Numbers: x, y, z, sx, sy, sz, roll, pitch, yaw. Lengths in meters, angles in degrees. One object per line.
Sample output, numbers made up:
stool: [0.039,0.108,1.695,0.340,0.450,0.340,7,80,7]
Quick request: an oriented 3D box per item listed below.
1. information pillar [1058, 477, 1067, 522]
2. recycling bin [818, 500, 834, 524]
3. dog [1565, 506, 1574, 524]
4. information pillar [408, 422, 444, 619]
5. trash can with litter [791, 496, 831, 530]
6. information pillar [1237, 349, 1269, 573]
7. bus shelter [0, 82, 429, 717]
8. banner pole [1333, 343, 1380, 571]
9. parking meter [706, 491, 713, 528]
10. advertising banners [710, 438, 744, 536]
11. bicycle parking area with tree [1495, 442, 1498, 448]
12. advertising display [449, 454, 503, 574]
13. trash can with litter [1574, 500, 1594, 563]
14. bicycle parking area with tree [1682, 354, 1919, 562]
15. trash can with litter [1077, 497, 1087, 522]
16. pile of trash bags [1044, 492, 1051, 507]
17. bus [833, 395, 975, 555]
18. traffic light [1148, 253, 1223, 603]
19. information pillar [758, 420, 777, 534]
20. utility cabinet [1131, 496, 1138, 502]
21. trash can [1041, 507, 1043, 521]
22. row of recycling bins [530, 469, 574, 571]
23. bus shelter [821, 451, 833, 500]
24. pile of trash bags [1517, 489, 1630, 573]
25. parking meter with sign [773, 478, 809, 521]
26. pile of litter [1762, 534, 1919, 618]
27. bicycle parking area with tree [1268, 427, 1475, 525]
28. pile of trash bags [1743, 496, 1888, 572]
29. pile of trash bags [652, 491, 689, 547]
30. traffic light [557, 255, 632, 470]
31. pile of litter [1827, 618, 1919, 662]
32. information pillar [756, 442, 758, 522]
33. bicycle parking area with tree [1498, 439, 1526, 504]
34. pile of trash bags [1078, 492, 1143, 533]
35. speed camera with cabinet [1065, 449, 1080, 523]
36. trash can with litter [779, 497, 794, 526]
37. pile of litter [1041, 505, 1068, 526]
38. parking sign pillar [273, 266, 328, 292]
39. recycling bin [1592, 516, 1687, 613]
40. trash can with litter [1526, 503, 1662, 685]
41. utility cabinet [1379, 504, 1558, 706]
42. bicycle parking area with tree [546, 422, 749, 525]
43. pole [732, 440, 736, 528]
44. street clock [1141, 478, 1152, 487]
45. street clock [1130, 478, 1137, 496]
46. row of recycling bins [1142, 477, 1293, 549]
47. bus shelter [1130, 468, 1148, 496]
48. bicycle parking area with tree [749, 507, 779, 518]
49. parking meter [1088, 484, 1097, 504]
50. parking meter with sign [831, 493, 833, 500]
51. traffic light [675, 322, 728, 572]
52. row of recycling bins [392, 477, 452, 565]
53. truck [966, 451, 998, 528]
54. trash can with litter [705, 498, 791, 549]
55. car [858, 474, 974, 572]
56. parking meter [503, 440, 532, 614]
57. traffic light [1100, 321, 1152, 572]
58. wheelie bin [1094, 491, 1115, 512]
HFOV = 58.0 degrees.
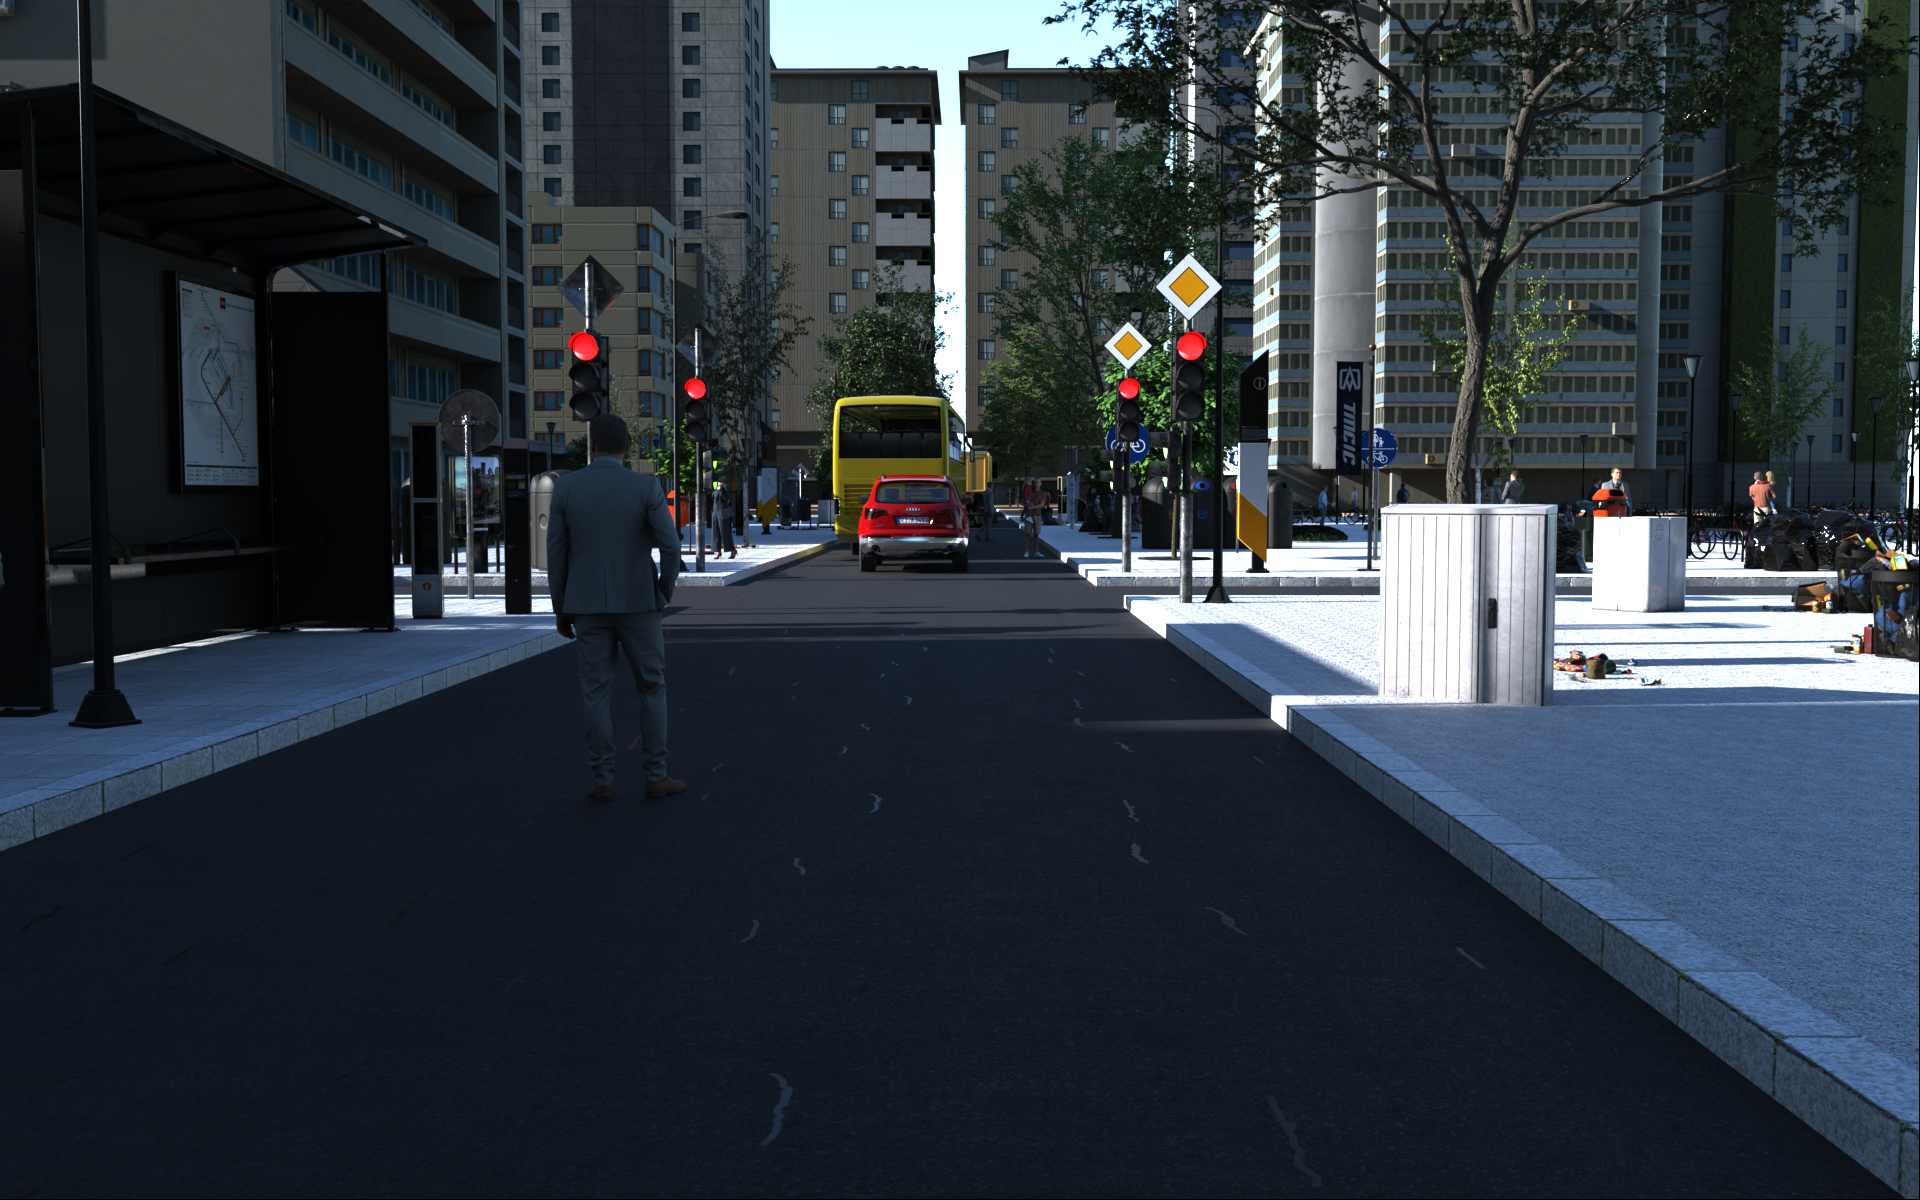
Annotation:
information pillar: [4.338,-4.203,73.208,0.304,2.012,0.304,-2,4,-29]
recycling bin: [-5.656,-3.814,74.905,0.722,1.027,0.722,-3,5,-45]
dog: [24.110,-3.293,68.218,0.800,0.831,0.513,-2,4,-29]
information pillar: [-5.491,-0.816,17.837,0.304,2.012,0.304,-1,4,-13]
trash can with litter: [-5.879,-3.123,62.119,2.233,1.210,1.678,2,4,24]
information pillar: [4.760,-2.245,28.054,0.504,3.616,0.183,0,4,-7]
bus shelter: [-5.788,-1.329,13.019,1.731,3.624,6.357,0,4,1]
banner pole: [6.625,-2.374,28.828,0.863,3.779,0.401,-1,4,-11]
parking meter: [-9.339,-3.627,65.013,0.255,1.863,0.399,-2,4,-31]
advertising banners: [-7.259,-3.538,54.038,0.090,3.025,2.074,-3,5,-39]
bicycle parking area with tree: [29.180,-6.502,93.303,9.016,4.147,8.231,2,4,23]
advertising display: [-7.836,-1.397,28.060,0.123,1.923,0.974,2,4,35]
trash can with litter: [12.044,-1.288,32.441,0.624,1.170,1.055,-2,4,-33]
bicycle parking area with tree: [17.646,-3.020,36.383,8.231,4.147,9.016,0,4,3]
trash can with litter: [5.846,-4.228,80.519,1.055,1.170,0.624,1,4,18]
pile of trash bags: [5.493,-4.522,83.690,3.447,1.369,1.912,1,4,9]
bus: [-1.265,-3.183,43.588,2.896,3.916,12.252,0,4,2]
traffic light: [2.647,-1.921,20.326,0.839,4.253,0.868,0,4,0]
information pillar: [-6.081,-3.897,55.076,0.504,3.616,0.183,0,4,-5]
utility cabinet: [6.509,-3.347,65.881,0.306,1.237,1.020,-2,4,-33]
trash can: [3.466,-4.085,78.440,0.748,1.137,0.748,0,3,0]
row of recycling bins: [-7.051,-1.426,30.421,1.069,1.692,3.534,-1,4,-15]
bus shelter: [-6.295,-6.205,92.741,1.731,3.624,6.357,0,4,1]
pile of trash bags: [9.682,-1.167,28.839,3.447,1.369,1.912,-1,4,-22]
parking meter with sign: [-8.014,-5.226,81.703,1.738,3.016,0.543,0,4,8]
pile of litter: [9.682,-0.307,18.991,1.719,0.858,1.176,1,4,18]
bicycle parking area with tree: [17.048,-5.449,76.089,9.016,4.147,8.231,3,4,39]
pile of trash bags: [15.073,-1.179,29.025,3.447,1.369,1.912,1,4,19]
pile of trash bags: [-7.802,-1.983,42.180,1.912,1.369,3.447,2,4,31]
traffic light: [-4.314,-1.923,20.369,0.839,4.253,0.868,0,4,0]
pile of litter: [7.629,0.016,13.703,1.176,0.858,1.719,0,4,5]
information pillar: [-9.010,-5.331,78.514,0.183,3.616,0.504,3,5,44]
bicycle parking area with tree: [32.012,-5.817,82.107,9.016,4.147,8.231,-2,4,-25]
pile of trash bags: [5.471,-2.948,57.946,1.912,1.369,3.447,-2,4,-28]
speed camera with cabinet: [4.868,-5.075,77.312,0.660,3.252,2.038,0,4,-7]
trash can with litter: [-6.998,-3.605,70.329,0.624,1.170,1.055,-1,4,-13]
pile of litter: [3.832,-3.495,71.110,1.176,0.858,1.719,0,4,6]
parking sign pillar: [-6.676,-1.755,17.172,1.447,3.967,1.447,1,4,18]
recycling bin: [7.510,-0.403,19.148,0.722,1.027,0.722,-2,4,-34]
trash can with litter: [4.243,-0.096,12.625,1.678,1.210,2.233,-1,4,-9]
utility cabinet: [3.154,0.022,10.795,1.020,1.237,0.306,2,4,31]
bicycle parking area with tree: [-14.375,-5.135,70.962,8.231,4.147,9.016,-2,4,-30]
pole: [-8.530,-4.375,65.380,0.158,3.312,0.155,0,3,0]
street clock: [7.859,-4.172,72.785,0.471,2.002,0.358,2,4,26]
street clock: [7.302,-4.250,74.053,0.471,2.002,0.358,-3,4,-36]
row of recycling bins: [6.031,-2.054,40.703,3.534,1.692,1.069,0,4,-5]
bus shelter: [7.535,-5.368,79.042,1.731,3.624,6.357,0,4,1]
bicycle parking area with tree: [-13.468,-6.330,90.492,8.231,4.147,9.016,2,4,34]
parking meter: [5.348,-3.898,69.445,0.399,1.863,0.255,0,4,7]
parking meter with sign: [-5.315,-4.893,76.258,1.738,3.016,0.543,-2,4,-30]
traffic light: [-4.247,-2.412,28.354,0.839,4.253,0.868,0,4,0]
row of recycling bins: [-10.930,-1.466,31.077,3.534,1.692,1.069,-3,4,-37]
truck: [0.039,-4.957,76.976,3.469,3.379,9.791,0,4,0]
trash can with litter: [-5.355,-1.844,41.207,1.678,1.210,2.233,2,4,23]
car: [-0.858,-1.519,33.516,2.281,1.827,5.304,0,4,0]
parking meter: [-4.745,-0.786,18.568,0.255,1.863,0.399,-1,4,-10]
traffic light: [2.714,-2.409,28.311,0.839,4.253,0.868,0,4,0]
wheelie bin: [5.313,-3.349,62.670,0.693,1.594,0.980,3,4,37]
